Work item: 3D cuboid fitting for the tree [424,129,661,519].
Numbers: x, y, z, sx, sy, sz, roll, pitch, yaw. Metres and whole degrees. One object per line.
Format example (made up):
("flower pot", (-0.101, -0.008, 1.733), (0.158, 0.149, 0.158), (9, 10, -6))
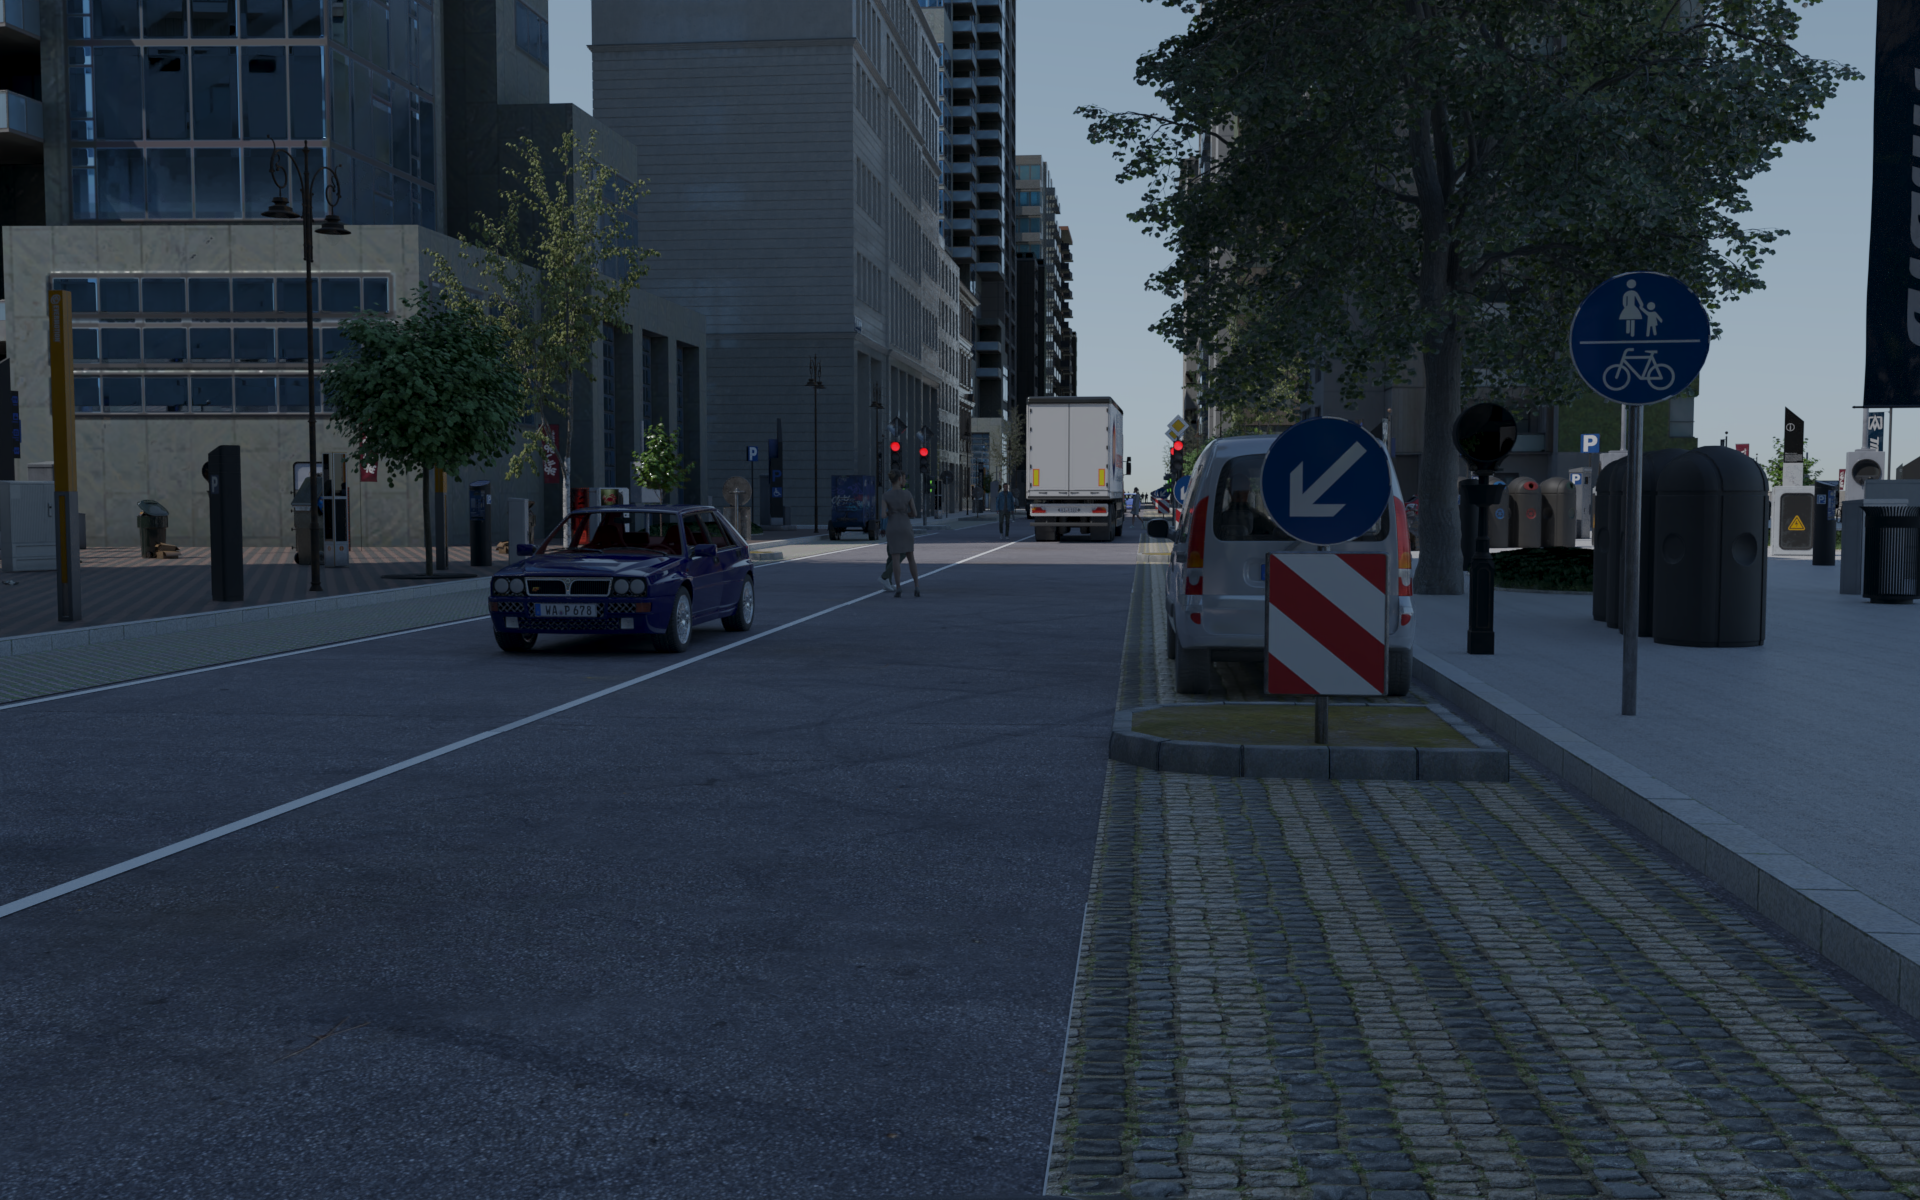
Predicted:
("tree", (-8.098, -5.144, 34.466), (4.737, 8.622, 4.395), (0, 3, 0))

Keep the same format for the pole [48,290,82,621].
("pole", (-9.022, -1.444, 17.457), (0.158, 3.312, 0.155), (0, 3, 0))

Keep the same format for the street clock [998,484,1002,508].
("street clock", (3.005, -8.316, 140.535), (0.358, 2.002, 0.471), (-3, 4, -36))

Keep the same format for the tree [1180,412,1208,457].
("tree", (20.985, -12.455, 153.999), (4.360, 8.622, 3.978), (0, 3, 0))

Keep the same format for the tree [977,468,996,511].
("tree", (2.003, -8.280, 129.983), (1.663, 3.219, 1.824), (0, 3, 0))

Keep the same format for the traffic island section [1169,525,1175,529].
("traffic island section", (8.584, -2.877, 69.318), (2.009, 0.180, 2.903), (0, 4, 6))

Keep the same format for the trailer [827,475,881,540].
("trailer", (-3.324, -2.796, 52.756), (1.471, 1.999, 3.904), (0, 4, 5))

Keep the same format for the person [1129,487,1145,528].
("person", (7.459, -3.903, 73.059), (0.760, 1.731, 0.466), (-2, 4, -35))

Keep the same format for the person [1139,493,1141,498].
("person", (28.766, -16.539, 278.935), (0.705, 1.821, 1.348), (3, 5, 39))

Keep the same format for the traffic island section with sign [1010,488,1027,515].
("traffic island section with sign", (3.891, -6.810, 119.974), (1.989, 1.847, 2.006), (0, 4, 6))

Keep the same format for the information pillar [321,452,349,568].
("information pillar", (-10.870, -1.569, 30.147), (0.304, 2.012, 0.304), (2, 4, 34))

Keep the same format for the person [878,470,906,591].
("person", (-1.002, -1.014, 25.416), (0.444, 1.785, 0.601), (-1, 4, -10))

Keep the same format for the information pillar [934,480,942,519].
("information pillar", (-1.125, -5.193, 89.392), (0.304, 2.012, 0.304), (-3, 5, -41))

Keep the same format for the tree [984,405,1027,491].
("tree", (3.984, -11.795, 143.212), (4.360, 8.622, 3.978), (0, 3, 0))

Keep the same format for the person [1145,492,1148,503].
("person", (28.644, -15.685, 265.864), (0.541, 1.710, 0.530), (1, 4, 20))

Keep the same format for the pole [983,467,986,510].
("pole", (1.854, -8.488, 132.619), (0.158, 3.312, 0.155), (0, 3, 0))

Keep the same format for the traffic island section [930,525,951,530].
("traffic island section", (-1.449, -2.943, 70.399), (2.009, 0.180, 2.903), (0, 4, 6))

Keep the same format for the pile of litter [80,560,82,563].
("pile of litter", (-16.946, -1.113, 32.164), (1.176, 0.858, 1.719), (-1, 4, -21))

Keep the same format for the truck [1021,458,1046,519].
("truck", (5.329, -6.948, 102.508), (2.839, 4.237, 11.283), (0, 4, 6))

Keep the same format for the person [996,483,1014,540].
("person", (1.409, -2.776, 54.235), (0.601, 1.785, 0.444), (0, 4, -5))

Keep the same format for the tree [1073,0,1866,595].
("tree", (6.275, -7.048, 21.898), (9.857, 13.997, 8.962), (0, 3, 0))

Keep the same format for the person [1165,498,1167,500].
("person", (14.726, -7.057, 124.158), (0.850, 1.792, 0.678), (0, 4, 2))

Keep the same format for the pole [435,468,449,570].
("pole", (-8.773, -2.166, 29.254), (0.158, 3.312, 0.155), (0, 3, 0))

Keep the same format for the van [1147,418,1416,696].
("van", (2.489, -0.406, 13.654), (2.013, 2.044, 4.112), (0, 4, 5))

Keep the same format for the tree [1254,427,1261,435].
("tree", (8.578, -3.394, 50.099), (1.663, 3.219, 1.824), (0, 3, 0))

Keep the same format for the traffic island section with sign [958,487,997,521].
("traffic island section with sign", (0.980, -5.158, 92.962), (1.989, 1.847, 2.006), (0, 4, 6))

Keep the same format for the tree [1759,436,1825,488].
("tree", (23.810, -3.372, 49.732), (1.663, 3.219, 1.824), (0, 3, 0))

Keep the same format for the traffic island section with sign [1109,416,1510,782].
("traffic island section with sign", (1.836, -0.059, 9.598), (1.989, 1.847, 2.006), (0, 4, 6))

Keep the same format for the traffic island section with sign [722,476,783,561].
("traffic island section with sign", (-4.951, -1.790, 37.902), (1.989, 1.847, 2.006), (0, 4, 6))

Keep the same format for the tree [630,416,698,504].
("tree", (-7.252, -2.941, 42.684), (1.663, 3.219, 1.824), (0, 3, 0))

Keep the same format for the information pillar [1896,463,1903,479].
("information pillar", (70.988, -8.537, 130.931), (0.504, 3.616, 0.183), (0, 4, -2))

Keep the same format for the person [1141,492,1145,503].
("person", (28.921, -16.158, 273.210), (0.750, 1.759, 0.617), (-3, 5, -44))

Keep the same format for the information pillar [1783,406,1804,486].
("information pillar", (22.182, -3.352, 46.161), (0.504, 3.616, 0.183), (1, 4, 18))

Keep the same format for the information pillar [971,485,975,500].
("information pillar", (1.051, -8.540, 144.126), (0.304, 2.012, 0.304), (0, 4, -3))

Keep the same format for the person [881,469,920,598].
("person", (-0.826, -0.929, 24.035), (0.599, 1.781, 0.374), (-1, 4, -15))

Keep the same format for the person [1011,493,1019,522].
("person", (2.712, -4.732, 88.458), (0.523, 1.515, 0.503), (-3, 5, -43))

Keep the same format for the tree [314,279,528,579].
("tree", (-8.214, -2.629, 26.691), (4.285, 4.588, 4.351), (0, 3, 0))

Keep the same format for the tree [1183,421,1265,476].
("tree", (12.284, -5.680, 76.583), (4.285, 4.588, 4.351), (0, 3, 0))

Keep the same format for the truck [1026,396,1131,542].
("truck", (3.875, -4.059, 55.277), (2.839, 4.237, 11.283), (0, 4, 8))

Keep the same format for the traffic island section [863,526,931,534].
("traffic island section", (-2.304, -2.457, 62.460), (2.009, 0.180, 2.903), (0, 4, 6))

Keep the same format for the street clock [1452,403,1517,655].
("street clock", (4.183, -0.568, 13.857), (0.471, 2.002, 0.358), (0, 4, 8))

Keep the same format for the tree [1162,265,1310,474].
("tree", (9.239, -6.400, 54.995), (4.737, 8.622, 4.395), (0, 3, 0))

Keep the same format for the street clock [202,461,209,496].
("street clock", (-15.990, -1.996, 37.203), (0.471, 2.002, 0.358), (0, 4, 1))
